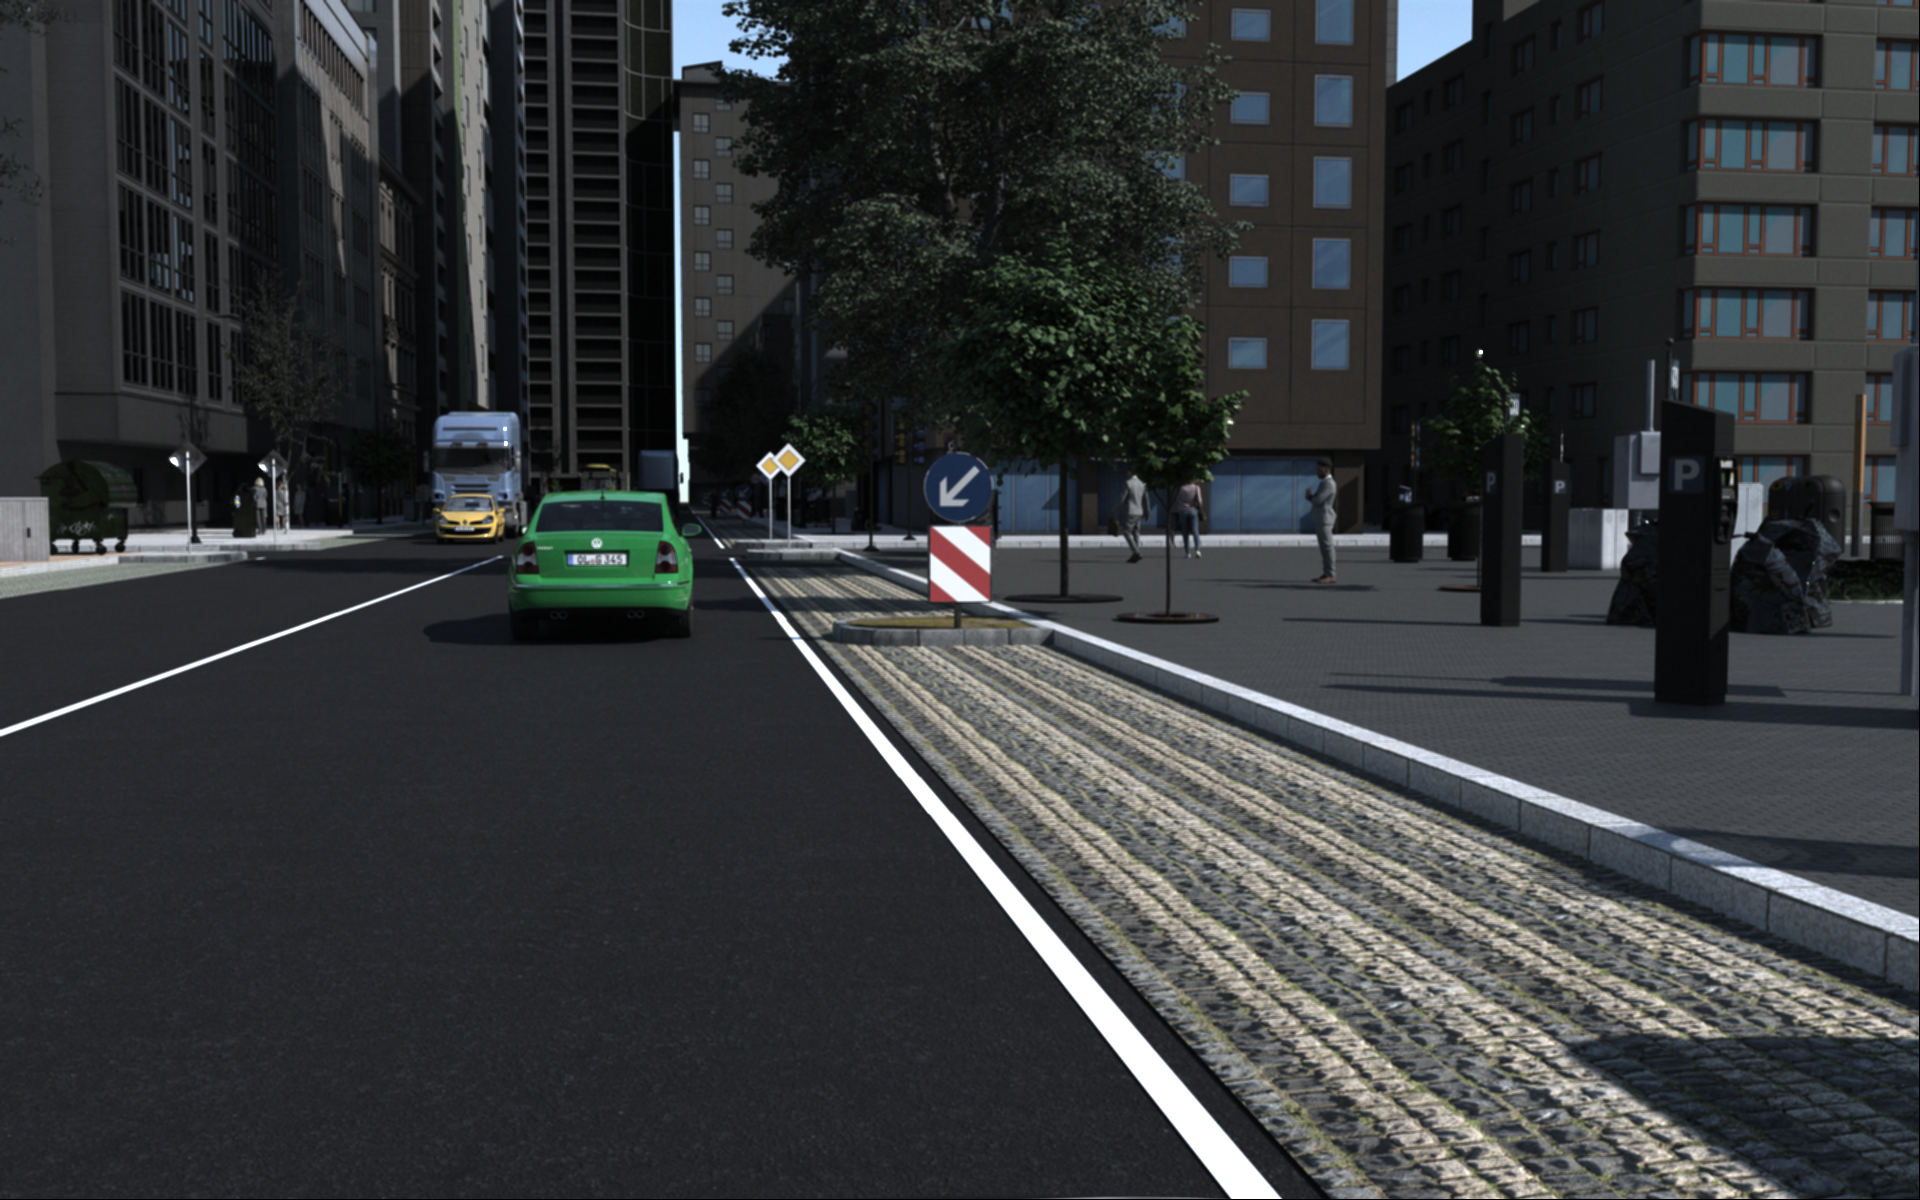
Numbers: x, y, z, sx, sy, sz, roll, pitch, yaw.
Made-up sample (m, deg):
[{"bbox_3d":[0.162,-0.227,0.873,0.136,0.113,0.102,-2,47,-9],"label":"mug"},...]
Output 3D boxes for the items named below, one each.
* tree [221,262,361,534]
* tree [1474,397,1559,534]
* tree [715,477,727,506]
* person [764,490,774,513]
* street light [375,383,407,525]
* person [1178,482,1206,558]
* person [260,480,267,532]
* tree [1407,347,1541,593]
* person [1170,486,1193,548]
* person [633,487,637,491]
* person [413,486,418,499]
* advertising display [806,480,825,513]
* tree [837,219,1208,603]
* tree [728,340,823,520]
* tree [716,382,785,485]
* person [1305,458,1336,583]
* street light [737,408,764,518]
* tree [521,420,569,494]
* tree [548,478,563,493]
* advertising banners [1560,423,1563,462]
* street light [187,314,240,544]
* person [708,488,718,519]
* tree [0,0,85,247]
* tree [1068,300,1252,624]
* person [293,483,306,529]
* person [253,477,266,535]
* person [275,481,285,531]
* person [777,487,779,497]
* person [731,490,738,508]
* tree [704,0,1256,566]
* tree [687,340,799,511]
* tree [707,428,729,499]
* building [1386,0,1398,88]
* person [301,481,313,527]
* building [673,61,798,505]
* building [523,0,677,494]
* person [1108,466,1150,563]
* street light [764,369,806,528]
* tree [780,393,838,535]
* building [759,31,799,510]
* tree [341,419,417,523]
[{"bbox_3d":[-21.454,-6.409,55.146,4.360,8.622,3.978,0,3,0],"label":"tree"},{"bbox_3d":[17.720,-4.421,55.996,4.285,4.588,4.351,0,3,0],"label":"tree"},{"bbox_3d":[-26.446,-12.217,194.341,1.663,3.219,1.824,0,3,0],"label":"tree"},{"bbox_3d":[-13.106,-6.904,118.883,0.622,1.834,0.822,-2,4,-34],"label":"person"},{"bbox_3d":[-23.847,-6.122,72.640,1.470,5.913,1.316,-1,4,-9],"label":"street light"},{"bbox_3d":[4.653,-1.723,34.806,0.593,1.750,0.643,1,4,9],"label":"person"},{"bbox_3d":[-23.362,-3.137,57.691,0.532,1.782,0.716,-1,4,-19],"label":"person"},{"bbox_3d":[6.769,-1.735,22.975,1.663,3.219,1.824,0,3,0],"label":"tree"},{"bbox_3d":[5.230,-2.143,41.265,0.526,1.800,0.537,-2,4,-28],"label":"person"},{"bbox_3d":[-15.251,-4.443,81.622,0.515,1.767,0.782,-2,4,-27],"label":"person"},{"bbox_3d":[-27.105,-4.834,86.077,0.512,1.701,0.522,-1,4,-23],"label":"person"},{"bbox_3d":[-6.514,-4.448,77.939,0.974,1.923,0.123,2,4,33],"label":"advertising display"},{"bbox_3d":[1.229,-2.280,20.991,4.285,4.588,4.351,0,3,0],"label":"tree"},{"bbox_3d":[-8.755,-8.178,84.074,4.360,8.622,3.978,0,3,0],"label":"tree"},{"bbox_3d":[-13.613,-9.948,113.005,4.737,8.622,4.395,0,3,0],"label":"tree"},{"bbox_3d":[5.219,-1.154,25.100,0.466,1.800,0.511,-1,4,-10],"label":"person"},{"bbox_3d":[-11.220,-7.376,93.134,1.470,5.913,1.316,-1,4,-9],"label":"street light"},{"bbox_3d":[-40.177,-13.295,167.741,4.360,8.622,3.978,0,3,0],"label":"tree"},{"bbox_3d":[-43.486,-11.735,186.463,1.663,3.219,1.824,0,3,0],"label":"tree"},{"bbox_3d":[14.573,-2.807,42.090,0.090,3.025,2.074,1,4,21],"label":"advertising banners"},{"bbox_3d":[-19.260,-4.414,44.704,1.470,5.913,1.316,-1,4,-9],"label":"street light"},{"bbox_3d":[-13.840,-5.396,97.151,0.534,1.772,0.576,3,5,45],"label":"person"},{"bbox_3d":[-16.872,-6.832,22.076,12.009,13.543,11.850,0,3,0],"label":"tree"},{"bbox_3d":[2.183,-1.392,17.361,1.663,3.219,1.824,0,3,0],"label":"tree"},{"bbox_3d":[-24.110,-3.439,63.282,0.512,1.701,0.522,1,4,22],"label":"person"},{"bbox_3d":[-22.108,-2.951,54.472,0.537,1.800,0.526,-3,5,-42],"label":"person"},{"bbox_3d":[-23.545,-3.257,60.048,0.466,1.731,0.760,-1,4,-18],"label":"person"},{"bbox_3d":[-12.635,-7.047,121.284,0.581,1.822,0.654,0,4,6],"label":"person"},{"bbox_3d":[-20.159,-9.108,155.671,1.217,1.735,0.721,3,5,41],"label":"person"},{"bbox_3d":[0.426,-7.577,30.544,9.857,13.997,8.962,0,3,0],"label":"tree"},{"bbox_3d":[-15.213,-12.971,129.089,9.611,12.733,9.660,0,3,0],"label":"tree"},{"bbox_3d":[-22.539,-13.383,169.175,4.360,8.622,3.978,0,3,0],"label":"tree"},{"bbox_3d":[34.634,-46.135,192.560,20.611,71.187,20.563,-1,4,-9],"label":"building"},{"bbox_3d":[-25.766,-3.780,68.020,0.661,1.801,0.590,2,4,26],"label":"person"},{"bbox_3d":[-22.406,-38.637,220.954,27.495,52.752,28.713,-1,4,-9],"label":"building"},{"bbox_3d":[-45.621,-47.404,213.301,20.611,71.187,20.563,-1,4,-9],"label":"building"},{"bbox_3d":[3.214,-1.610,32.494,0.709,1.813,0.853,-3,4,-37],"label":"person"},{"bbox_3d":[-6.447,-5.631,64.614,1.470,5.913,1.316,-1,4,-9],"label":"street light"},{"bbox_3d":[-4.073,-4.345,54.747,4.285,4.588,4.351,0,3,0],"label":"tree"},{"bbox_3d":[-6.007,-51.244,150.517,22.319,86.520,31.000,-1,4,-9],"label":"building"},{"bbox_3d":[-25.575,-5.650,76.092,4.285,4.588,4.351,0,3,0],"label":"tree"}]
